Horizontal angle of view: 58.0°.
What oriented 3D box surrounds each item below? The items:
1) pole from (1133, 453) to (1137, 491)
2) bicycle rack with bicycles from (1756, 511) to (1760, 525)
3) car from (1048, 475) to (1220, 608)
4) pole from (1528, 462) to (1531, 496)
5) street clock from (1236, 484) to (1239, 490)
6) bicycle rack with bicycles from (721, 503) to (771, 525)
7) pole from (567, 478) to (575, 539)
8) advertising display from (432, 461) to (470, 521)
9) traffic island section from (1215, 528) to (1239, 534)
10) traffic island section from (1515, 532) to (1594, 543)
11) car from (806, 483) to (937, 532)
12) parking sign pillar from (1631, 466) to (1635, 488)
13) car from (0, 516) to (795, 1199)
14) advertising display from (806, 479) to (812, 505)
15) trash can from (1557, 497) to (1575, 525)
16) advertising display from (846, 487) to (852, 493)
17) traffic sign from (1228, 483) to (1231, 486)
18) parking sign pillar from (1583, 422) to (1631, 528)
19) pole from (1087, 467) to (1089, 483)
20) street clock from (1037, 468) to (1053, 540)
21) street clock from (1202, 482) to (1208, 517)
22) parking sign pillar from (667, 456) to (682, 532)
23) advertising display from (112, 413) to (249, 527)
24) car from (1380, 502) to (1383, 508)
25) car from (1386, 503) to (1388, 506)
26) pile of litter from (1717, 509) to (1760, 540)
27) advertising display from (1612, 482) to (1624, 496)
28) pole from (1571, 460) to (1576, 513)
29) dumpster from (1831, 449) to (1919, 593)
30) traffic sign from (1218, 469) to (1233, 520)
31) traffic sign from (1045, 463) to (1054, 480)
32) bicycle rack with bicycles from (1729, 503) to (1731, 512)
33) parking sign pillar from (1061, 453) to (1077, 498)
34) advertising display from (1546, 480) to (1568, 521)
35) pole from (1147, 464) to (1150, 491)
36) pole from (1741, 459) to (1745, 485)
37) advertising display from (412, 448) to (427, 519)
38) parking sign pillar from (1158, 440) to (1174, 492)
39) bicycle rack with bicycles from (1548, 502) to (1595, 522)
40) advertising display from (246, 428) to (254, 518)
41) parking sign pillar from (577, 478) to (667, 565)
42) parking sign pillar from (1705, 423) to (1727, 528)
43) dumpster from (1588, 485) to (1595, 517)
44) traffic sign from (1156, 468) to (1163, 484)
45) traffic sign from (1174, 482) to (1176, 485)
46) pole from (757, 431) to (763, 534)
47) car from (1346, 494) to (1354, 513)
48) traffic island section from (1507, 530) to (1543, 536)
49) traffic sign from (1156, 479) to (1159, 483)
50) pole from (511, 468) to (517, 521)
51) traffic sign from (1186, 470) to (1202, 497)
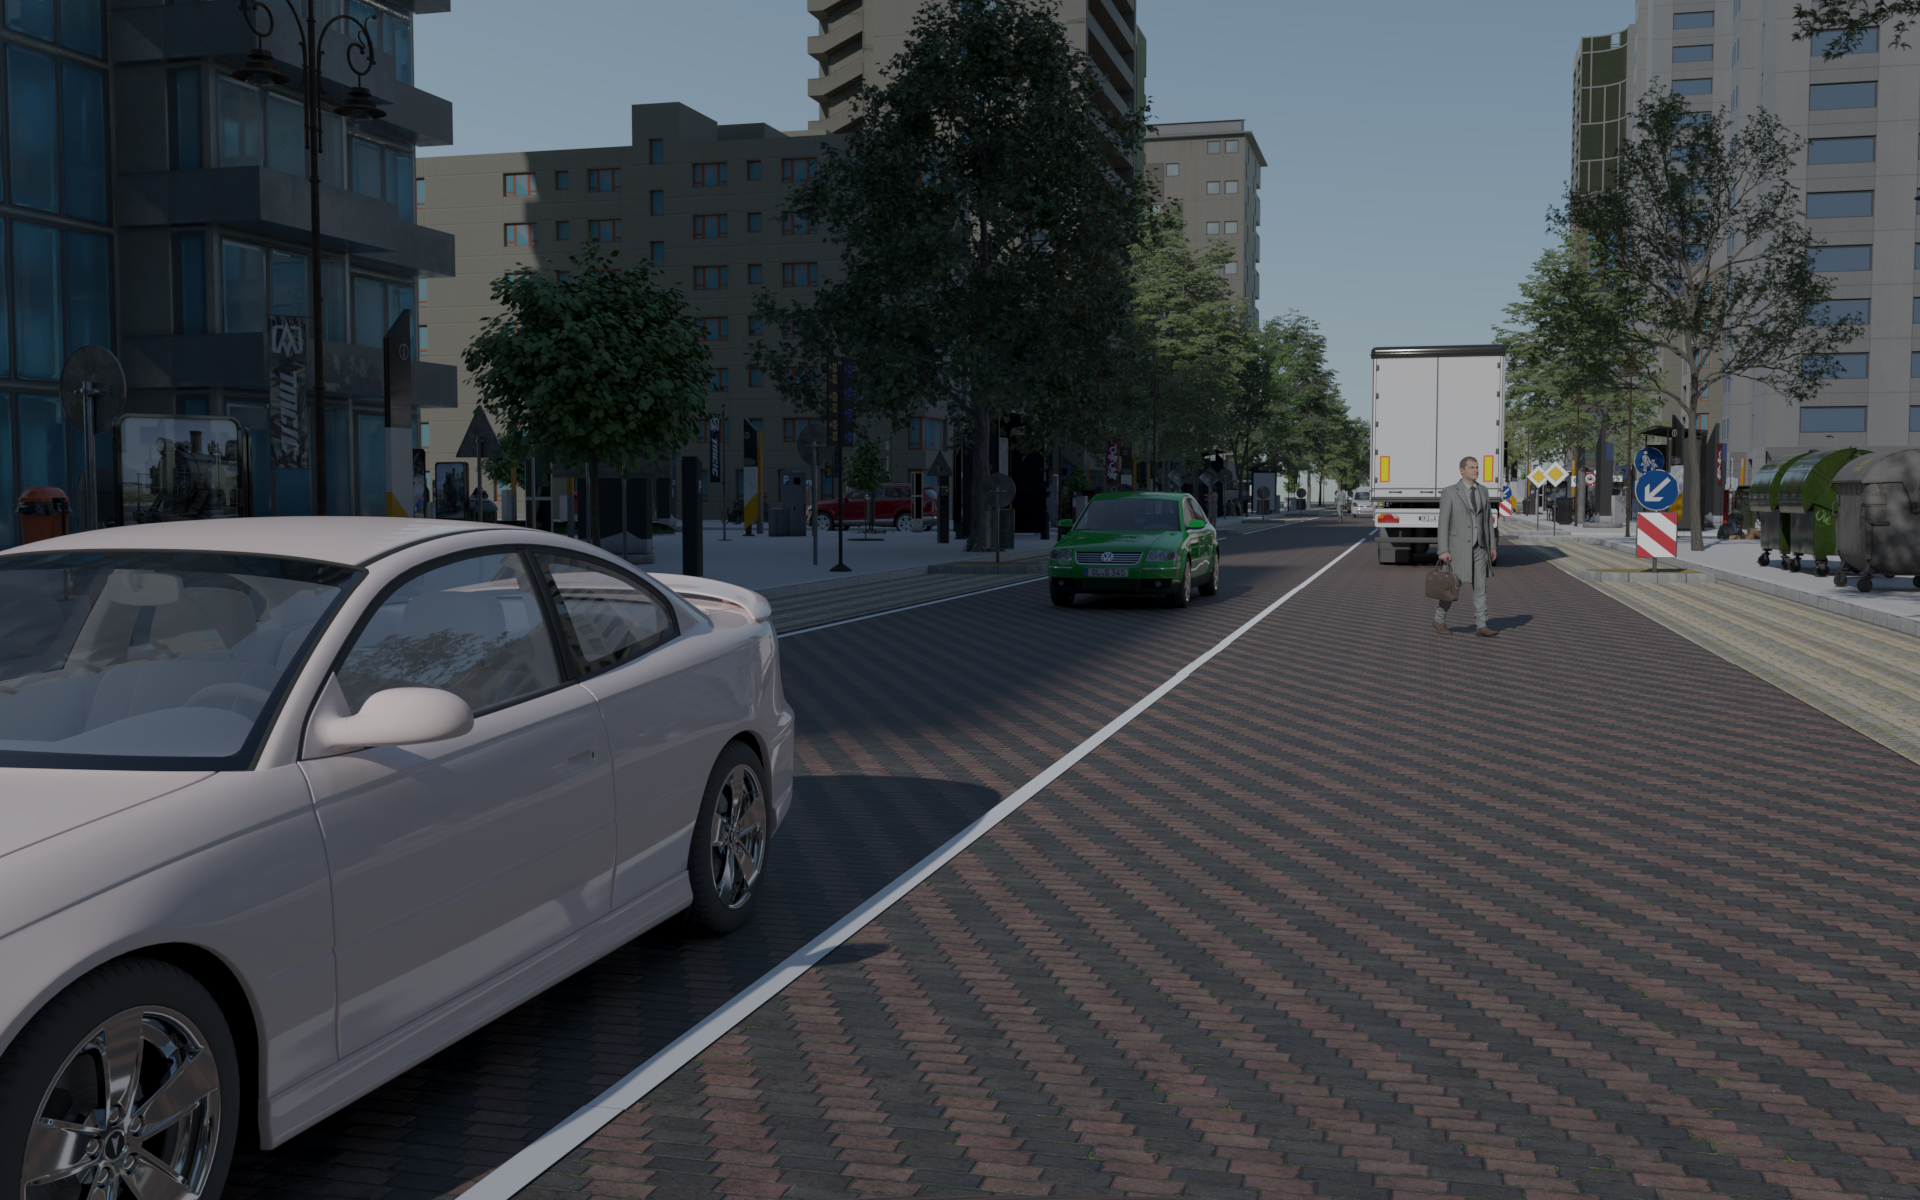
[{"bbox_3d":[8.709,-5.655,86.306,0.158,3.312,0.155,0,3,0],"label":"pole"},{"bbox_3d":[37.351,-3.976,78.389,2.925,0.926,2.852,-1,4,-17],"label":"bicycle rack with bicycles"},{"bbox_3d":[2.418,-0.893,23.404,1.959,1.807,4.718,1,4,16],"label":"car"},{"bbox_3d":[35.817,-7.048,109.073,0.158,3.312,0.155,0,3,0],"label":"pole"},{"bbox_3d":[20.662,-7.566,128.273,0.358,2.002,0.471,3,5,44],"label":"street clock"},{"bbox_3d":[-8.860,-3.641,72.913,2.852,0.926,2.925,3,5,45],"label":"bicycle rack with bicycles"},{"bbox_3d":[-10.961,-3.356,48.715,0.158,3.312,0.155,0,3,0],"label":"pole"},{"bbox_3d":[-10.124,-1.794,34.551,0.974,1.923,0.123,3,4,38],"label":"advertising display"},{"bbox_3d":[9.078,-2.506,63.249,2.009,0.180,2.903,1,4,15],"label":"traffic island section"},{"bbox_3d":[18.062,-1.853,52.579,2.009,0.180,2.903,1,4,15],"label":"traffic island section"},{"bbox_3d":[-3.059,-3.263,62.024,5.304,1.827,2.281,1,4,16],"label":"car"},{"bbox_3d":[44.201,-7.753,115.241,1.447,3.967,1.447,-3,5,-44],"label":"parking sign pillar"},{"bbox_3d":[-1.942,0.475,4.602,2.083,1.381,4.827,1,4,15],"label":"car"},{"bbox_3d":[-6.537,-4.183,73.613,0.123,1.923,0.974,2,4,34],"label":"advertising display"},{"bbox_3d":[25.194,-3.699,72.125,0.748,1.137,0.748,0,3,0],"label":"trash can"},{"bbox_3d":[-4.062,-3.884,68.712,0.974,1.923,0.123,-2,4,-35],"label":"advertising display"},{"bbox_3d":[17.512,-7.030,114.945,0.884,2.594,0.081,1,4,16],"label":"traffic sign"},{"bbox_3d":[24.453,-4.728,65.776,1.447,3.967,1.447,1,4,12],"label":"parking sign pillar"},{"bbox_3d":[8.678,-7.565,117.537,0.158,3.312,0.155,0,3,0],"label":"pole"},{"bbox_3d":[2.400,-2.704,48.775,0.358,2.002,0.471,3,4,36],"label":"street clock"},{"bbox_3d":[11.919,-4.870,84.190,0.358,2.002,0.471,0,4,8],"label":"street clock"},{"bbox_3d":[-9.958,-4.302,58.812,1.447,3.967,1.447,0,4,1],"label":"parking sign pillar"},{"bbox_3d":[-6.317,-0.540,14.047,0.974,1.923,0.123,-3,5,-42],"label":"advertising display"},{"bbox_3d":[38.019,-8.963,156.770,2.015,1.641,3.980,1,4,17],"label":"car"},{"bbox_3d":[20.074,-3.980,77.434,2.083,1.381,4.827,1,4,16],"label":"car"},{"bbox_3d":[22.298,-2.158,49.256,1.719,0.858,1.176,-1,4,-12],"label":"pile of litter"},{"bbox_3d":[33.730,-5.146,89.348,0.974,1.923,0.123,-1,4,-9],"label":"advertising display"},{"bbox_3d":[37.183,-6.797,104.966,0.158,3.312,0.155,0,3,0],"label":"pole"},{"bbox_3d":[12.436,-1.054,22.999,1.264,1.857,1.865,1,4,15],"label":"dumpster"},{"bbox_3d":[13.361,-5.331,87.269,0.768,2.556,0.104,1,4,21],"label":"traffic sign"},{"bbox_3d":[3.051,-3.913,63.975,0.884,2.594,0.081,2,4,24],"label":"traffic sign"},{"bbox_3d":[30.877,-3.678,73.521,2.852,0.926,2.925,3,5,43],"label":"bicycle rack with bicycles"},{"bbox_3d":[7.026,-7.638,113.358,1.447,3.967,1.447,3,5,41],"label":"parking sign pillar"},{"bbox_3d":[28.157,-4.681,81.741,0.974,1.923,0.123,3,5,40],"label":"advertising display"},{"bbox_3d":[12.598,-7.463,115.866,0.158,3.312,0.155,0,3,0],"label":"pole"},{"bbox_3d":[44.917,-6.458,99.434,0.158,3.312,0.155,0,3,0],"label":"pole"},{"bbox_3d":[-7.701,-1.159,24.158,0.123,1.923,0.974,0,4,7],"label":"advertising display"},{"bbox_3d":[10.411,-6.045,87.309,1.447,3.967,1.447,2,4,25],"label":"parking sign pillar"},{"bbox_3d":[28.327,-4.040,79.434,2.925,0.926,2.852,1,4,9],"label":"bicycle rack with bicycles"},{"bbox_3d":[-7.284,-0.714,16.884,0.974,1.923,0.123,2,4,25],"label":"advertising display"},{"bbox_3d":[-6.348,-2.650,31.807,1.447,3.967,1.447,0,4,5],"label":"parking sign pillar"},{"bbox_3d":[28.955,-4.766,66.404,1.447,3.967,1.447,0,4,8],"label":"parking sign pillar"},{"bbox_3d":[35.886,-5.581,97.006,1.264,1.857,1.865,1,4,15],"label":"dumpster"},{"bbox_3d":[9.918,-5.170,84.638,0.768,2.556,0.104,1,4,22],"label":"traffic sign"},{"bbox_3d":[11.959,-5.939,97.203,0.768,2.556,0.104,1,4,19],"label":"traffic sign"},{"bbox_3d":[-6.450,-3.788,55.775,0.158,3.312,0.155,0,3,0],"label":"pole"},{"bbox_3d":[30.629,-7.503,132.900,2.015,1.641,3.980,1,4,15],"label":"car"},{"bbox_3d":[20.129,-2.325,60.293,2.009,0.180,2.903,1,4,15],"label":"traffic island section"},{"bbox_3d":[10.485,-5.413,89.691,0.795,2.450,0.064,1,4,23],"label":"traffic sign"},{"bbox_3d":[-18.462,-4.759,71.651,0.158,3.312,0.155,0,3,0],"label":"pole"},{"bbox_3d":[12.069,-5.471,89.456,0.884,2.594,0.081,2,4,25],"label":"traffic sign"}]
